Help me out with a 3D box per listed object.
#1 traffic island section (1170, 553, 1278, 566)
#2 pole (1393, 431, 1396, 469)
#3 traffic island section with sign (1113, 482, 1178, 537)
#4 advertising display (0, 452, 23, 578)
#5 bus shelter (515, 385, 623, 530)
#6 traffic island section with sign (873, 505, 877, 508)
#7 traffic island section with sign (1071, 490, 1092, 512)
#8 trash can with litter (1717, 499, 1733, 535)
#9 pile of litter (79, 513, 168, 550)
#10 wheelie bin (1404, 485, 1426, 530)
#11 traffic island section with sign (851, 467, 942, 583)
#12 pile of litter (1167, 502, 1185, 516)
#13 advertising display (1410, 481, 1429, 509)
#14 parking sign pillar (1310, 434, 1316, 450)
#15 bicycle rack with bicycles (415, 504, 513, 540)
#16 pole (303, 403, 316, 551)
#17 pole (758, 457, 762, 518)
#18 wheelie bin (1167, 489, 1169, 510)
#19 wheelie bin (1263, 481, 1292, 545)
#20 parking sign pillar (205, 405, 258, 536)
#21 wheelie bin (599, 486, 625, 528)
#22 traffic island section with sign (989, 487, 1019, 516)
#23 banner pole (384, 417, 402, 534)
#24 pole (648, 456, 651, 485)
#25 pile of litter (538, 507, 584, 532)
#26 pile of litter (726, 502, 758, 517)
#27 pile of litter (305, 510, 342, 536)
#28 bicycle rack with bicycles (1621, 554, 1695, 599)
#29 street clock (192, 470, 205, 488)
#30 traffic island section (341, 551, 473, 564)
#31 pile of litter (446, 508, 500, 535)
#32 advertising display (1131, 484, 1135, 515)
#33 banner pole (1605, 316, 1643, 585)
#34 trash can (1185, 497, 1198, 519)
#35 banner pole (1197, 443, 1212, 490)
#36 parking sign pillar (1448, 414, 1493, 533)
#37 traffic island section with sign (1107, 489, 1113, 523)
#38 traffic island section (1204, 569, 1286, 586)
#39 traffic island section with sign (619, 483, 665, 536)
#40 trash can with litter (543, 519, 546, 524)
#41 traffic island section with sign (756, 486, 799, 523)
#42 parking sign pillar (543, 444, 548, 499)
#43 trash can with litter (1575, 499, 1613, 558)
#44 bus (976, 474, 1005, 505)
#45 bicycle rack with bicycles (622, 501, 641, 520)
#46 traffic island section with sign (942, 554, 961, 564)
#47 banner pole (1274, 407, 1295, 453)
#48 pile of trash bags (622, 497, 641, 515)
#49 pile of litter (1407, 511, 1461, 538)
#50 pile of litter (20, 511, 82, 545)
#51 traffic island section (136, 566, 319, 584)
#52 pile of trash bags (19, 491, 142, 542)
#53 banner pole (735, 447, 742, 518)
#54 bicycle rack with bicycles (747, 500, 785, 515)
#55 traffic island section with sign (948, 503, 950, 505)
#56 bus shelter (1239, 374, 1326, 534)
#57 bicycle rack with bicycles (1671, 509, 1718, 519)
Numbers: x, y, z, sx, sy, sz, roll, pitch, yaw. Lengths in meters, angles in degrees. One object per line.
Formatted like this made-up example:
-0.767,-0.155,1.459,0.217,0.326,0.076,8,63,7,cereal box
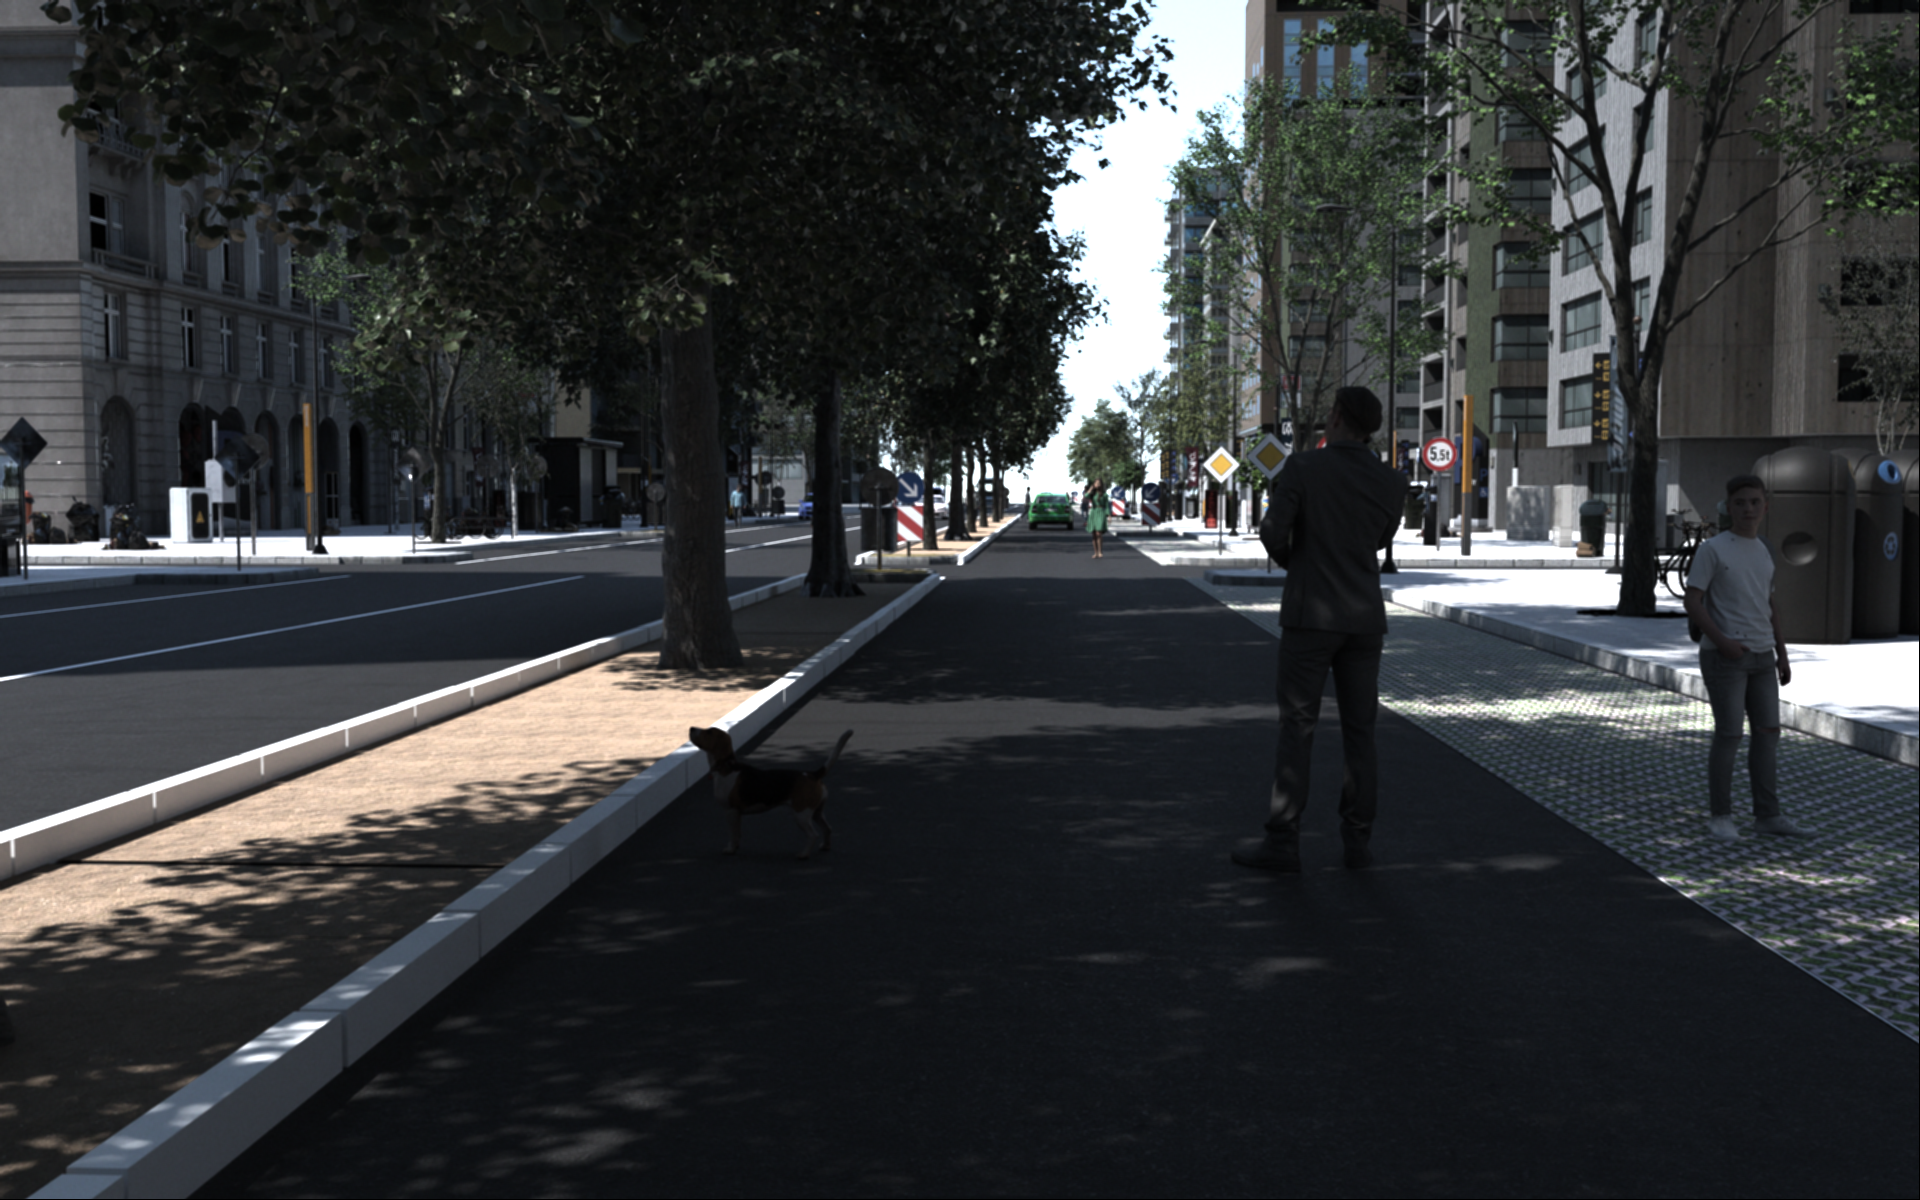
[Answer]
5.445,-0.844,36.078,2.009,0.180,2.903,0,4,3,traffic island section
14.024,-3.808,56.097,0.158,3.312,0.155,0,3,0,pole
6.254,-3.028,58.130,1.989,1.847,2.006,0,4,3,traffic island section with sign
-14.849,-1.332,26.985,0.123,1.923,0.974,-1,4,-10,advertising display
-14.820,-5.358,65.238,2.179,5.291,8.768,0,4,3,bus shelter
-6.550,-7.826,136.578,1.989,1.847,2.006,0,4,3,traffic island section with sign
11.658,-9.438,162.938,1.989,1.847,2.006,0,4,3,traffic island section with sign
15.846,-1.472,35.449,0.624,1.170,1.055,1,4,16,trash can with litter
-19.213,-1.597,40.073,1.719,0.858,1.176,2,4,24,pile of litter
16.419,-3.339,62.498,0.980,1.594,0.693,0,4,4,wheelie bin
-1.401,-1.256,28.673,2.006,1.907,1.989,0,4,3,traffic island section with sign
12.604,-5.444,102.974,1.176,0.858,1.719,-2,4,-32,pile of litter
22.072,-4.771,83.226,0.974,1.923,0.123,3,5,43,advertising display
15.349,-5.465,77.832,1.447,3.967,1.447,1,4,21,parking sign pillar
-14.143,-2.202,49.388,2.925,0.926,2.852,-2,4,-34,bicycle rack with bicycles
-14.678,-2.766,39.070,0.158,3.312,0.155,0,3,0,pole
-10.888,-6.146,94.334,0.158,3.312,0.155,0,3,0,pole
12.750,-6.101,107.666,0.693,1.594,0.980,-2,4,-35,wheelie bin
7.596,-1.995,40.527,0.980,1.594,0.693,0,4,-1,wheelie bin
-22.376,-3.955,53.137,1.447,3.967,1.447,3,5,44,parking sign pillar
-13.040,-3.497,65.092,0.980,1.594,0.693,-2,4,-32,wheelie bin
2.845,-6.298,111.110,2.006,1.907,1.989,0,4,3,traffic island section with sign
-18.452,-4.060,56.402,0.401,3.779,0.863,1,4,18,banner pole
-16.546,-6.031,92.445,0.158,3.312,0.155,0,3,0,pole
-13.325,-2.703,58.164,1.719,0.858,1.176,1,4,15,pile of litter
-12.216,-5.123,97.732,1.719,0.858,1.176,0,4,-1,pile of litter
-19.966,-2.464,54.259,1.176,0.858,1.719,0,4,-1,pile of litter
9.382,-0.458,20.863,2.925,0.926,2.852,0,4,-7,bicycle rack with bicycles
-22.574,-2.868,51.470,0.471,2.002,0.358,2,4,33,street clock
-11.673,-0.898,36.961,2.009,0.180,2.903,0,4,3,traffic island section
-15.440,-2.486,54.617,1.719,0.858,1.176,0,4,-4,pile of litter
10.669,-6.230,107.069,0.123,1.923,0.974,0,4,-1,advertising display
9.325,-2.097,24.295,0.863,3.779,0.401,-2,4,-34,banner pole
12.076,-4.815,90.376,0.748,1.137,0.748,0,3,0,trash can
12.003,-5.788,84.651,0.863,3.779,0.401,0,4,3,banner pole
17.077,-4.243,57.839,1.447,3.967,1.447,-1,4,-22,parking sign pillar
7.647,-4.683,85.194,1.989,1.847,2.006,0,4,3,traffic island section with sign
5.035,-0.356,28.104,2.009,0.180,2.903,0,4,3,traffic island section
-10.521,-3.113,59.522,1.989,1.847,2.006,0,4,3,traffic island section with sign
-18.273,-3.935,75.400,1.678,1.210,2.233,-1,4,-9,trash can with litter
-9.113,-4.778,86.756,1.989,1.847,2.006,0,4,3,traffic island section with sign
-21.204,-6.259,90.813,1.447,3.967,1.447,3,4,38,parking sign pillar
12.853,-1.454,35.156,0.624,1.170,1.055,2,4,29,trash can with litter
3.208,-11.368,180.728,2.948,3.499,13.247,0,4,2,bus
-16.734,-4.375,84.906,2.925,0.926,2.852,3,5,41,bicycle rack with bicycles
-1.010,-1.708,36.070,2.006,1.907,1.989,0,4,3,traffic island section with sign
9.332,-3.671,50.034,0.863,3.779,0.401,2,4,24,banner pole
-20.201,-5.934,106.779,1.912,1.369,3.447,1,4,22,pile of trash bags
14.100,-2.288,51.366,1.176,0.858,1.719,-2,4,-26,pile of litter
-23.443,-1.855,44.291,1.719,0.858,1.176,0,4,3,pile of litter
-12.084,-0.410,28.987,2.009,0.180,2.903,0,4,3,traffic island section
-23.966,-2.281,47.047,3.447,1.369,1.912,-1,4,-12,pile of trash bags
-11.798,-6.258,92.339,0.401,3.779,0.863,1,4,17,banner pole
-12.262,-5.795,108.130,2.925,0.926,2.852,-2,4,-23,bicycle rack with bicycles
-0.922,-14.513,245.911,1.989,1.847,2.006,0,4,3,traffic island section with sign
10.224,-4.768,55.594,2.179,5.291,8.768,0,4,3,bus shelter
16.877,-1.648,40.322,2.852,0.926,2.925,-2,4,-32,bicycle rack with bicycles
